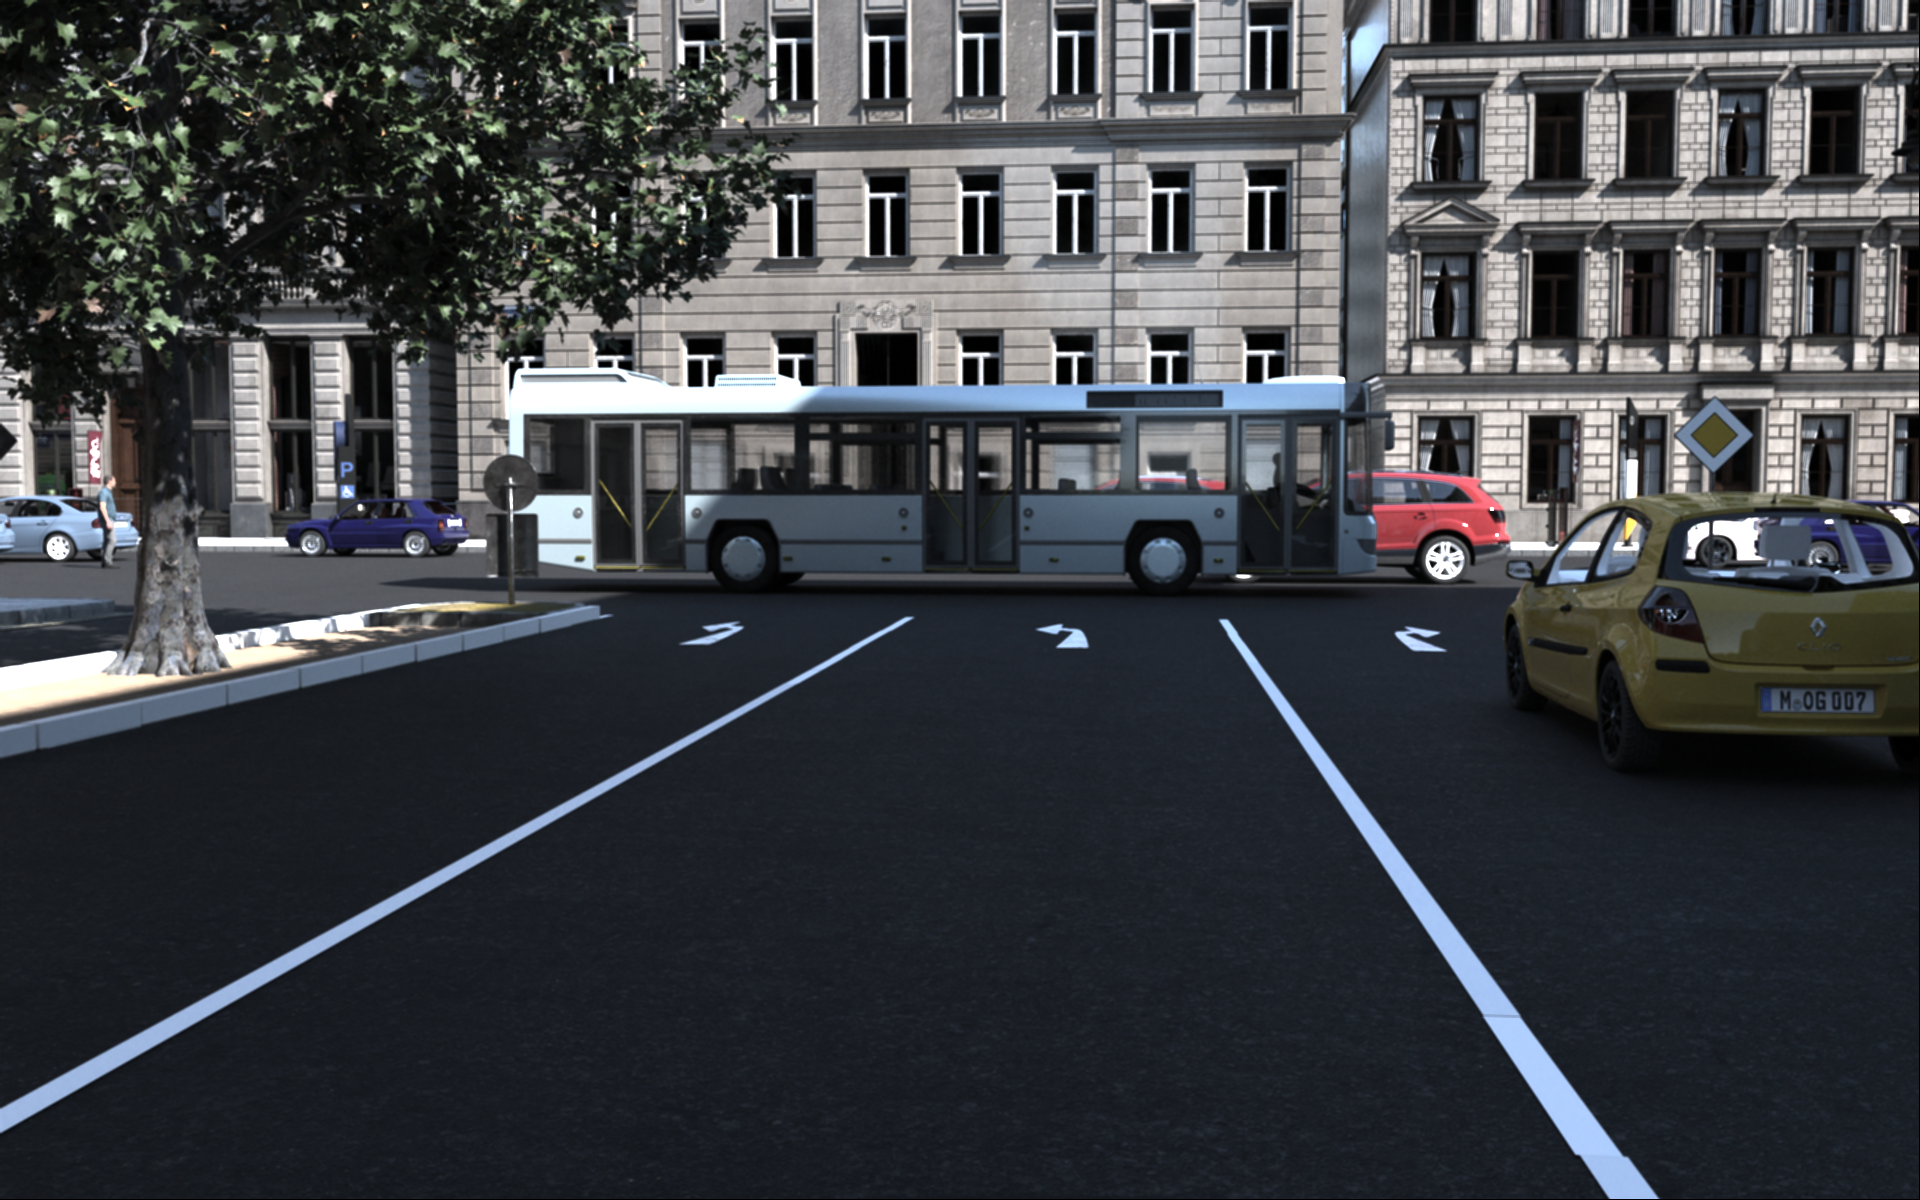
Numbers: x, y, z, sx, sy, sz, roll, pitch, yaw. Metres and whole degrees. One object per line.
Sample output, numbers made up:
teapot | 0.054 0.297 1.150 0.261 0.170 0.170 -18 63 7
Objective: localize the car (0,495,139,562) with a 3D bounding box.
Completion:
car | -20.125 -1.546 37.280 4.499 1.417 2.014 0 4 4

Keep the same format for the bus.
bus | 0.180 -1.880 25.592 13.247 3.499 2.948 0 4 7

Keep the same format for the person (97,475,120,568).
person | -16.479 -1.525 33.569 0.434 1.807 0.598 -1 4 -11

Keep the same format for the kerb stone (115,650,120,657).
kerb stone | -6.840 0.471 14.497 0.120 0.150 1.000 0 4 6

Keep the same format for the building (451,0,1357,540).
building | -1.437 -15.577 51.945 25.104 27.353 12.463 0 4 6

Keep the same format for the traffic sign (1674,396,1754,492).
traffic sign | 7.759 -0.871 17.890 0.795 2.450 0.064 0 4 6

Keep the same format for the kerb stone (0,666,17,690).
kerb stone | -7.038 0.597 12.449 0.120 0.150 1.000 0 4 6

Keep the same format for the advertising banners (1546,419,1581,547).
advertising banners | 14.502 -2.778 41.611 0.090 3.025 2.074 0 4 -1

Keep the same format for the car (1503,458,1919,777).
car | 4.377 -0.002 10.265 2.015 1.641 3.980 0 4 7

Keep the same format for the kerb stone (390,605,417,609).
kerb stone | -6.327 0.159 19.625 0.120 0.150 1.000 0 4 6

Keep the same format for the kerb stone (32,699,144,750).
kerb stone | -5.158 0.734 10.188 0.120 0.150 1.000 0 4 6

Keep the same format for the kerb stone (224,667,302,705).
kerb stone | -4.964 0.614 12.229 0.120 0.150 1.000 0 4 6

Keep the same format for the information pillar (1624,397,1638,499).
information pillar | 16.295 -3.102 42.076 0.504 3.616 0.183 -3 5 -43

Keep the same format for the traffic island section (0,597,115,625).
traffic island section | -11.163 0.148 19.861 2.009 0.180 2.903 0 4 6

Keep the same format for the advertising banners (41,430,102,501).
advertising banners | -24.116 -3.116 47.137 0.090 3.025 2.074 1 4 20

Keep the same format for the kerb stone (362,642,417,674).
kerb stone | -4.758 0.484 14.276 0.120 0.150 1.000 0 4 6

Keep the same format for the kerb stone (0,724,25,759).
kerb stone | -5.262 0.797 9.163 0.120 0.150 1.000 0 4 6

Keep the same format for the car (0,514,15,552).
car | -21.733 -1.427 35.332 4.499 1.417 2.014 0 4 6

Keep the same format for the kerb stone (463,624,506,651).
kerb stone | -4.541 0.359 16.319 0.120 0.150 1.000 0 4 6

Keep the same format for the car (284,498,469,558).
car | -13.475 -1.681 40.060 3.894 1.354 1.945 0 4 7

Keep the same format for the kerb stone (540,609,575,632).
kerb stone | -4.337 0.234 18.375 0.120 0.150 1.000 0 4 6

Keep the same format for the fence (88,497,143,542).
fence | -22.685 -2.106 45.637 2.264 1.192 0.480 -2 4 -35

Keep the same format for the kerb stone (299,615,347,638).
kerb stone | -6.536 0.283 17.575 0.120 0.150 1.000 0 4 6

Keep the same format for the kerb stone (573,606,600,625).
kerb stone | -4.244 0.171 19.397 0.120 0.150 1.000 0 4 6

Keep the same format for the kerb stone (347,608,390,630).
kerb stone | -6.429 0.220 18.605 0.120 0.150 1.000 0 4 6

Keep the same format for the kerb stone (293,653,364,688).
kerb stone | -4.860 0.547 13.257 0.120 0.150 1.000 0 4 6

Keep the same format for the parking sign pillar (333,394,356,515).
parking sign pillar | -16.348 -3.522 46.065 1.447 3.967 1.447 -1 4 -23

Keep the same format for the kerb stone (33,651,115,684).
kerb stone | -6.949 0.536 13.478 0.120 0.150 1.000 0 4 6

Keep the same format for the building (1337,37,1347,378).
building | 39.032 -51.423 153.441 22.319 86.520 31.000 0 4 6

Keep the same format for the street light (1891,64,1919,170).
street light | 9.806 -2.721 17.283 0.468 5.910 1.993 0 4 6

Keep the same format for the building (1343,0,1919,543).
building | 20.620 -11.294 49.282 19.286 19.102 10.561 0 4 6

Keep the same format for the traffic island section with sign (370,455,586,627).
traffic island section with sign | -5.273 -0.695 19.508 2.006 1.907 1.989 0 4 6

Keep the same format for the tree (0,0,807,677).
tree | -6.355 -5.765 13.722 9.611 12.733 9.660 0 3 0

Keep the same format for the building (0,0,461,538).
building | -23.815 -13.808 54.634 19.941 23.489 11.050 0 4 6

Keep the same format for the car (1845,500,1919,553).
car | 16.653 -1.153 31.425 3.894 1.354 1.945 0 4 6

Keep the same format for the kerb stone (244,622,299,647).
kerb stone | -6.637 0.345 16.556 0.120 0.150 1.000 0 4 6

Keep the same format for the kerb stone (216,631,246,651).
kerb stone | -6.731 0.415 15.516 0.120 0.150 1.000 0 4 6

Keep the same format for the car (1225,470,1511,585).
car | 6.278 -1.211 28.472 5.304 1.827 2.281 0 4 6

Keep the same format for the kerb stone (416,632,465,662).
kerb stone | -4.647 0.423 15.295 0.120 0.150 1.000 0 4 6

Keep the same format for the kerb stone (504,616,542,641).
kerb stone | -4.444 0.296 17.348 0.120 0.150 1.000 0 4 6

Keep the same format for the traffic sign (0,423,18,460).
traffic sign | -11.139 -0.988 19.797 0.795 2.450 0.064 0 4 6

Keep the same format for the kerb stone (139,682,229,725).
kerb stone | -5.066 0.674 11.209 0.120 0.150 1.000 0 4 6
